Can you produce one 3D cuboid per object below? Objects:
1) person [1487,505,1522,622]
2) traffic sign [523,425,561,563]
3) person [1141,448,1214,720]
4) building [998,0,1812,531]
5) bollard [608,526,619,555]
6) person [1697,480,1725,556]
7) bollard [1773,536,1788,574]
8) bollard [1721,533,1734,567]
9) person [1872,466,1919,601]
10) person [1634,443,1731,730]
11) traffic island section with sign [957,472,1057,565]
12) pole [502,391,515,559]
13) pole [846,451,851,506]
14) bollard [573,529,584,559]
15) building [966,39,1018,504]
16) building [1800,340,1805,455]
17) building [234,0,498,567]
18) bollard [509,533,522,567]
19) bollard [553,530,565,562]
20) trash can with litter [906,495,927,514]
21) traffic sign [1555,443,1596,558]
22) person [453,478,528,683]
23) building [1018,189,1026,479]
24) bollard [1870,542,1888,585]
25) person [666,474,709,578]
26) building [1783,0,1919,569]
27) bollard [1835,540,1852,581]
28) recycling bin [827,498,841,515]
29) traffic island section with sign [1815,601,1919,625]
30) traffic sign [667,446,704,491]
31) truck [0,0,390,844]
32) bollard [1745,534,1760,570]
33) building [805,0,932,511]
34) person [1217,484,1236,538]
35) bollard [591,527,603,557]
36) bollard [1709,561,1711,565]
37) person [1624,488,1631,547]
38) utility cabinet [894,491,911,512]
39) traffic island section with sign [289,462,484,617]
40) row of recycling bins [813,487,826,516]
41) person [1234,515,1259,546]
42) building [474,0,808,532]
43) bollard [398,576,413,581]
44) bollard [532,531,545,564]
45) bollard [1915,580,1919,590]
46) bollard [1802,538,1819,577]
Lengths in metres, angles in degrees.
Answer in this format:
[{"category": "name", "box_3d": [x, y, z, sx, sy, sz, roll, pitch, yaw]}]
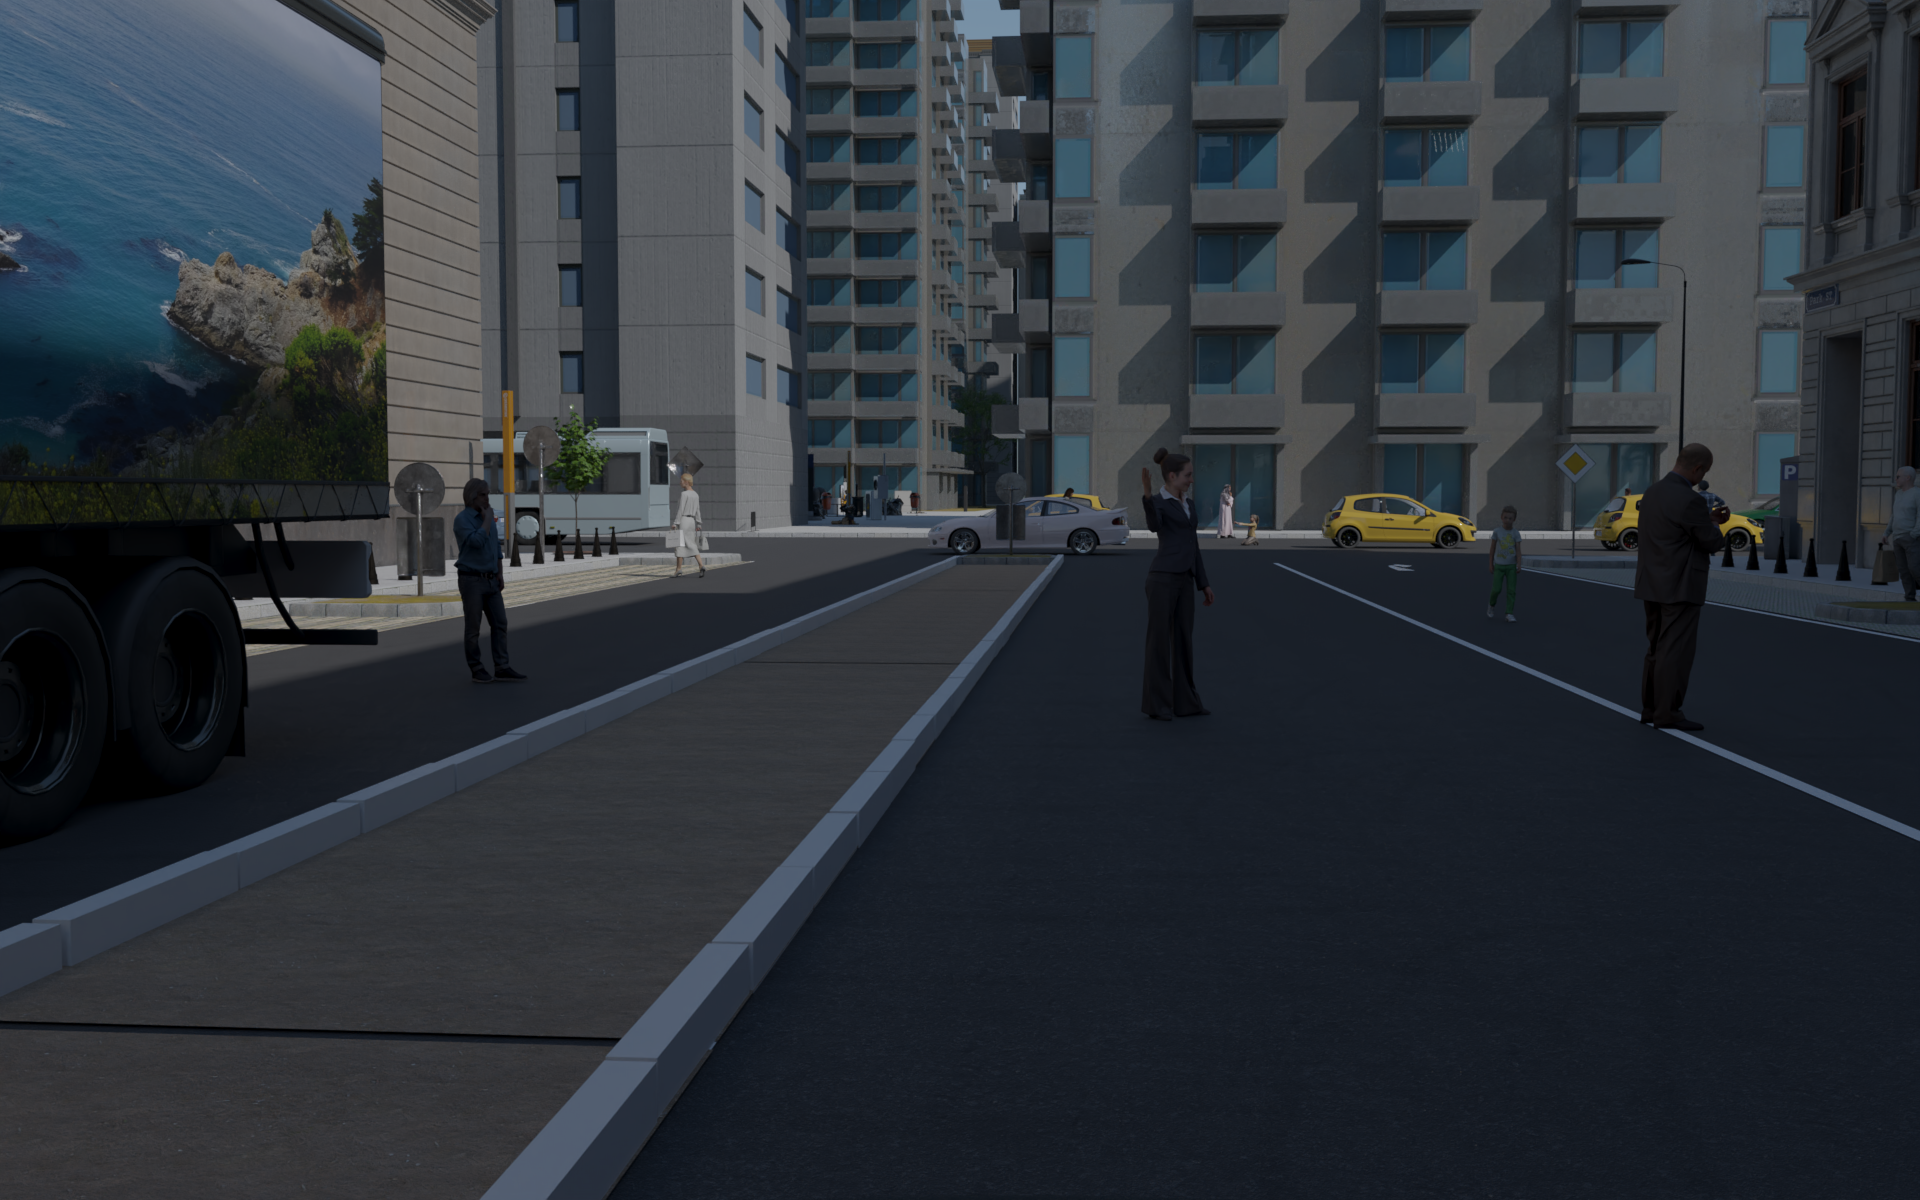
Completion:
[{"category": "person", "box_3d": [6.151, -0.417, 19.574, 0.306, 1.304, 0.590, 0, 4, -5]}, {"category": "traffic sign", "box_3d": [-7.769, -1.959, 32.142, 0.768, 2.556, 0.104, 1, 4, 14]}, {"category": "person", "box_3d": [1.356, -0.099, 10.921, 0.445, 1.727, 0.742, 1, 4, 14]}, {"category": "building", "box_3d": [16.801, -27.468, 68.716, 30.456, 49.044, 23.786, 0, 4, 5]}, {"category": "bollard", "box_3d": [-7.311, -1.254, 36.543, 0.229, 0.601, 0.229, 0, 3, 0]}, {"category": "person", "box_3d": [16.086, -1.726, 37.440, 0.841, 1.734, 0.376, 0, 4, -6]}, {"category": "bollard", "box_3d": [13.278, -0.732, 28.003, 0.229, 0.601, 0.229, 0, 3, 0]}, {"category": "bollard", "box_3d": [13.491, -0.879, 30.414, 0.229, 0.601, 0.229, 0, 3, 0]}, {"category": "person", "box_3d": [11.508, -0.738, 21.053, 0.515, 1.767, 0.782, 0, 4, -7]}, {"category": "person", "box_3d": [4.434, -0.087, 10.605, 0.600, 1.739, 0.565, -2, 4, -34]}, {"category": "traffic island section with sign", "box_3d": [1.011, -1.688, 35.736, 2.006, 1.907, 1.989, 0, 4, 5]}, {"category": "pole", "box_3d": [-8.927, -2.472, 34.266, 0.158, 3.312, 0.155, 0, 3, 0]}, {"category": "pole", "box_3d": [-5.243, -5.366, 81.574, 0.158, 3.312, 0.155, 0, 3, 0]}, {"category": "bollard", "box_3d": [-7.518, -1.107, 34.138, 0.229, 0.601, 0.229, 0, 3, 0]}, {"category": "building", "box_3d": [-6.533, -42.023, 229.079, 28.212, 58.520, 21.231, 0, 4, 5]}, {"category": "building", "box_3d": [83.460, -29.297, 170.881, 23.993, 40.220, 32.217, 0, 4, 5]}, {"category": "building", "box_3d": [-22.310, -14.261, 30.426, 25.104, 27.353, 12.463, 0, 4, 5]}, {"category": "bollard", "box_3d": [-7.840, -0.887, 30.543, 0.229, 0.601, 0.229, 0, 3, 0]}, {"category": "bollard", "box_3d": [-7.625, -1.033, 32.936, 0.229, 0.601, 0.229, 0, 3, 0]}, {"category": "trash can with litter", "box_3d": [-3.004, -6.298, 114.029, 1.678, 1.210, 2.233, 2, 4, 25]}, {"category": "traffic sign", "box_3d": [12.210, -1.883, 34.437, 0.795, 2.450, 0.064, 0, 4, 5]}, {"category": "person", "box_3d": [-3.611, -0.150, 13.163, 0.499, 1.552, 0.429, -3, 5, -40]}, {"category": "building", "box_3d": [14.598, -33.074, 224.348, 14.086, 41.232, 14.154, 0, 4, 5]}, {"category": "bollard", "box_3d": [12.960, -0.511, 24.392, 0.229, 0.601, 0.229, 0, 3, 0]}, {"category": "person", "box_3d": [-4.647, -1.267, 29.564, 0.624, 1.780, 0.694, 3, 5, 39]}, {"category": "building", "box_3d": [19.869, -11.347, 21.685, 11.583, 22.565, 21.152, 0, 4, 5]}, {"category": "bollard", "box_3d": [13.068, -0.585, 25.605, 0.229, 0.601, 0.229, 0, 3, 0]}, {"category": "recycling bin", "box_3d": [-7.872, -5.844, 108.104, 0.722, 1.027, 0.722, 0, 4, 7]}, {"category": "traffic island section with sign", "box_3d": [10.934, -0.674, 19.647, 1.989, 1.847, 2.006, 0, 4, 5]}, {"category": "traffic sign", "box_3d": [-5.714, -1.981, 36.029, 0.795, 2.450, 0.064, 0, 4, 5]}, {"category": "truck", "box_3d": [-5.114, -0.989, 5.088, 2.839, 4.237, 11.283, 0, 4, 4]}, {"category": "bollard", "box_3d": [13.385, -0.806, 29.220, 0.229, 0.601, 0.229, 0, 3, 0]}, {"category": "building", "box_3d": [-11.392, -31.979, 142.458, 23.786, 49.044, 30.456, 0, 4, 5]}, {"category": "person", "box_3d": [8.610, -2.857, 55.880, 0.621, 1.740, 0.551, 0, 4, 7]}, {"category": "bollard", "box_3d": [-7.413, -1.180, 35.342, 0.229, 0.601, 0.229, 0, 3, 0]}, {"category": "bollard", "box_3d": [13.595, -0.952, 31.608, 0.229, 0.601, 0.229, 0, 3, 0]}, {"category": "person", "box_3d": [18.065, -2.226, 46.772, 0.647, 1.594, 0.662, -3, 4, -37]}, {"category": "utility cabinet", "box_3d": [-3.988, -6.832, 120.388, 1.173, 1.500, 0.318, -1, 4, -17]}, {"category": "traffic island section with sign", "box_3d": [-6.735, -0.755, 20.979, 1.989, 1.847, 2.006, 0, 4, 5]}, {"category": "row of recycling bins", "box_3d": [-9.048, -5.836, 102.538, 1.069, 1.692, 3.534, 2, 4, 29]}, {"category": "person", "box_3d": [7.996, -1.945, 48.219, 0.695, 0.859, 0.347, -1, 4, -17]}, {"category": "building", "box_3d": [-20.641, -32.222, 68.831, 28.212, 58.520, 21.231, 0, 4, 5]}, {"category": "bollard", "box_3d": [-8.259, -0.595, 25.763, 0.229, 0.601, 0.229, 0, 3, 0]}, {"category": "bollard", "box_3d": [-7.733, -0.960, 31.742, 0.229, 0.601, 0.229, 0, 3, 0]}, {"category": "bollard", "box_3d": [12.854, -0.438, 23.198, 0.229, 0.601, 0.229, 0, 3, 0]}, {"category": "bollard", "box_3d": [13.173, -0.658, 26.799, 0.229, 0.601, 0.229, 0, 3, 0]}]
